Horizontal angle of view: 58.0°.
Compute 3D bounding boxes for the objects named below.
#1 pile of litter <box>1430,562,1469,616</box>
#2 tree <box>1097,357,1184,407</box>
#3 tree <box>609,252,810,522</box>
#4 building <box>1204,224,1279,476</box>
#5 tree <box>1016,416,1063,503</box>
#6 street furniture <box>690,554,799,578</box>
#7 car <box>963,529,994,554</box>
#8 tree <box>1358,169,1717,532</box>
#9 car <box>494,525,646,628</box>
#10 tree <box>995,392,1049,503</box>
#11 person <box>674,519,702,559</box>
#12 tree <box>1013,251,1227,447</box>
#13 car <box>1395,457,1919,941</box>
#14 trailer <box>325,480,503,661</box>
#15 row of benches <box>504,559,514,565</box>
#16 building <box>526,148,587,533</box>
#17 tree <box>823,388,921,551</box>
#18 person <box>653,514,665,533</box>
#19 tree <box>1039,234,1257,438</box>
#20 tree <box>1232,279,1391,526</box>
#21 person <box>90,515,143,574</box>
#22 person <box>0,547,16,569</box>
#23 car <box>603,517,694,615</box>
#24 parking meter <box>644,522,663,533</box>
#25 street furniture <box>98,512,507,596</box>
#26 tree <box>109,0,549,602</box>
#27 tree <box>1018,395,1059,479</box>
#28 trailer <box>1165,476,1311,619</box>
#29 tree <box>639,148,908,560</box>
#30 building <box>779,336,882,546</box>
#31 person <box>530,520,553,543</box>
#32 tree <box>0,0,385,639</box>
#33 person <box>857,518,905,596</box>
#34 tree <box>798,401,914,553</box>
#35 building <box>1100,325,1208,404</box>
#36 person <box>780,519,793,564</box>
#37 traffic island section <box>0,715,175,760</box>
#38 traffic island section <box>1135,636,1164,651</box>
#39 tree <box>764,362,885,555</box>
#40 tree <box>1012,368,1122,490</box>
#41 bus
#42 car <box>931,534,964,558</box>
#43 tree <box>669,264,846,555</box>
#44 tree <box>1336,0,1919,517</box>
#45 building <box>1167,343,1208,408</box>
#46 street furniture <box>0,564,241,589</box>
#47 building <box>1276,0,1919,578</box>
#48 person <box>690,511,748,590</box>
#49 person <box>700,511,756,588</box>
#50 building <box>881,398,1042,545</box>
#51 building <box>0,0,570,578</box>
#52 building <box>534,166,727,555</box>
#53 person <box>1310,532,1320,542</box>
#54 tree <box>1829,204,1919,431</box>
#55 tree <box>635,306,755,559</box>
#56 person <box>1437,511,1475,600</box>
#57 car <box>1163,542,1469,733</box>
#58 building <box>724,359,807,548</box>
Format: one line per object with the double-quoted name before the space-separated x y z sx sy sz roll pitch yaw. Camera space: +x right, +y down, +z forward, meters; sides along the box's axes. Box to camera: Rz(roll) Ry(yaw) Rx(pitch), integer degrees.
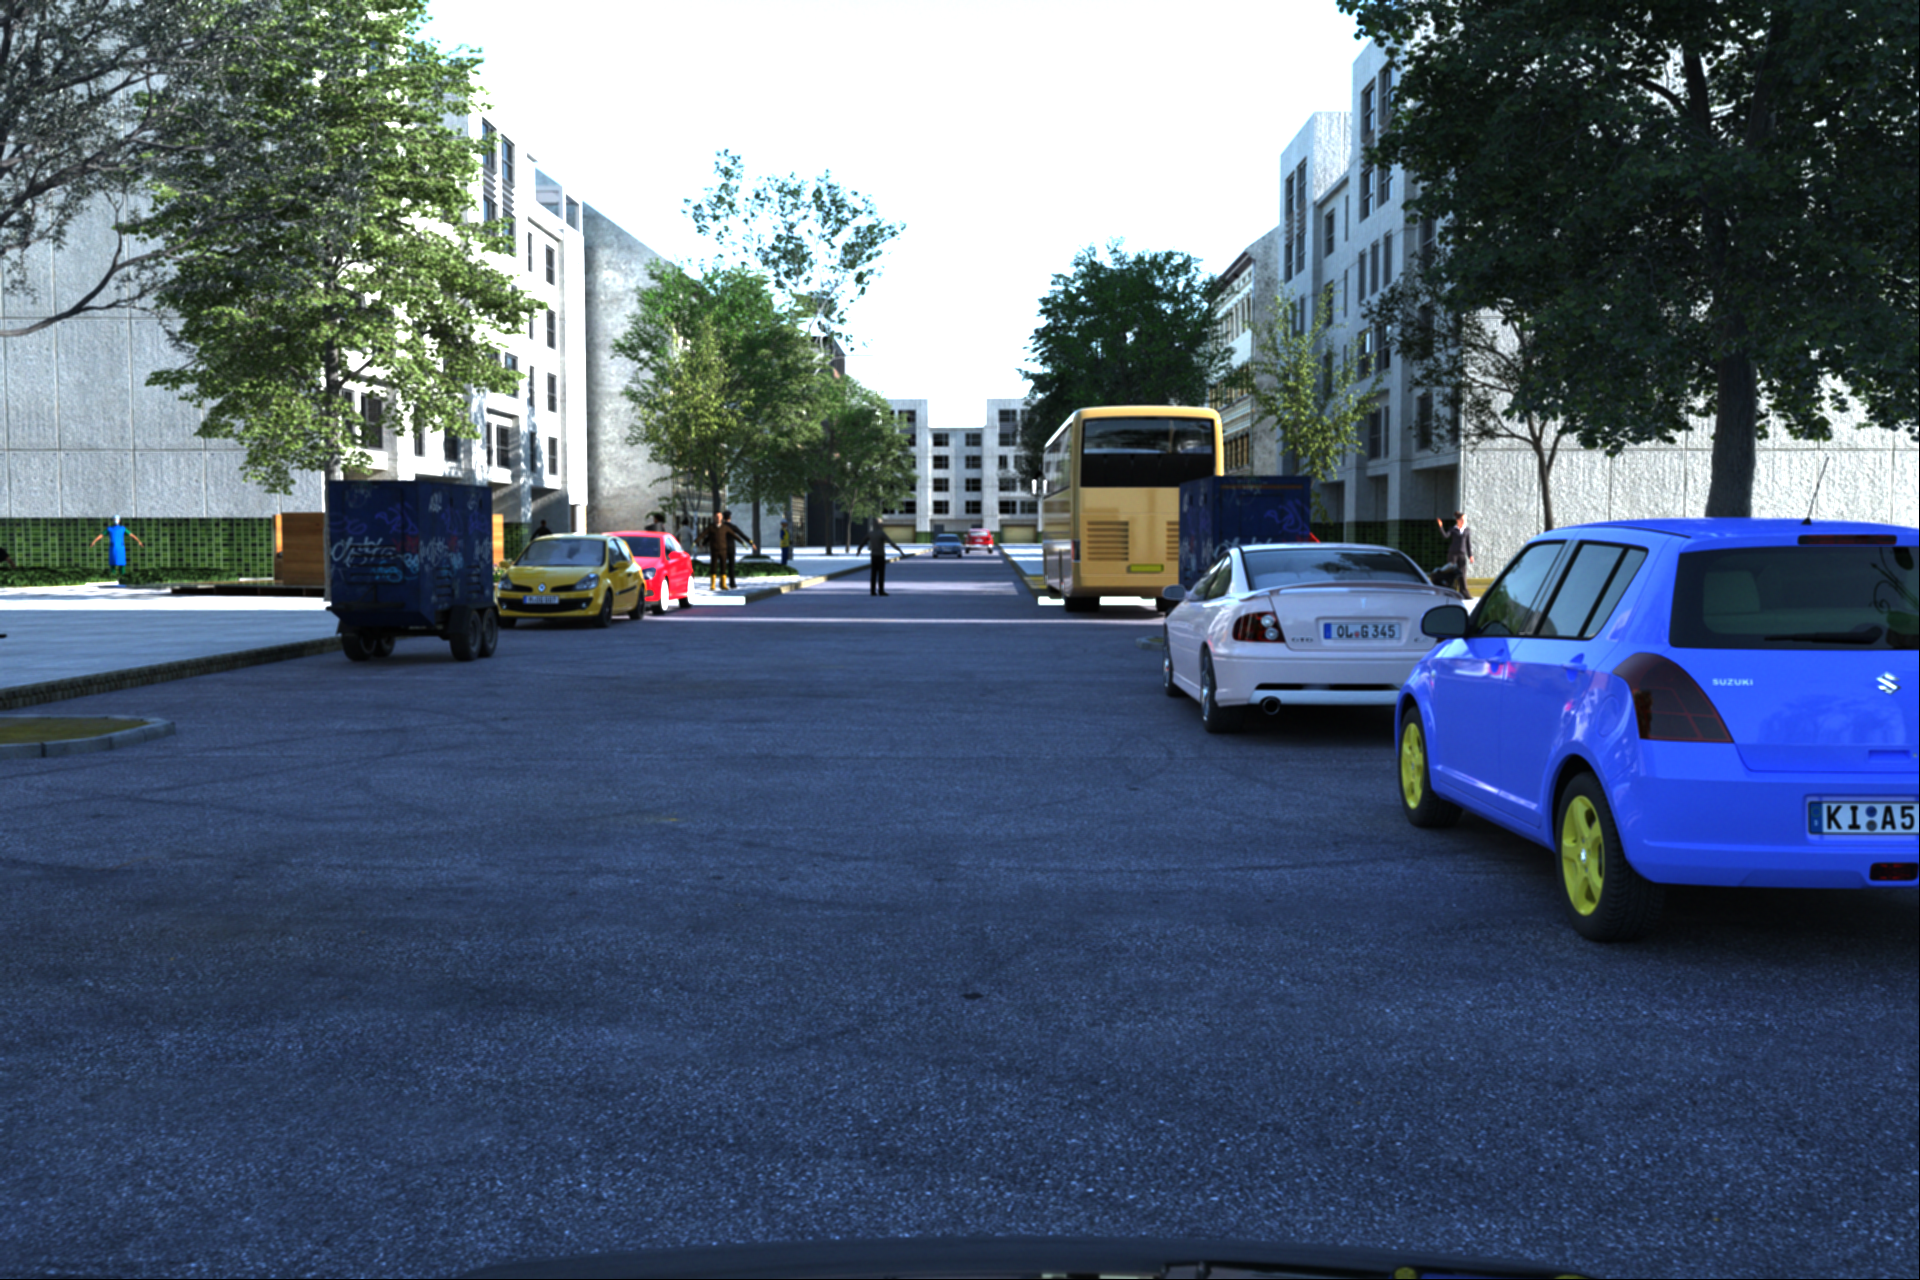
"pile of litter" 7.141 -0.752 26.257 1.176 0.858 1.719 0 4 1
"tree" 7.402 -7.218 68.383 4.360 8.622 3.978 0 3 0
"tree" -9.185 -8.486 64.494 9.928 11.665 9.643 0 3 0
"building" 24.888 -16.508 100.838 19.493 23.208 18.063 0 4 1
"tree" 7.134 -10.915 112.879 7.601 10.594 8.767 -1 4 -12
"street furniture" -9.907 -2.225 52.009 10.072 0.657 5.734 0 4 -8
"car" 1.388 -7.273 127.586 2.281 1.827 5.304 0 4 0
"tree" 13.825 -6.484 40.433 8.767 10.594 7.601 0 4 3
"car" -6.184 -1.066 27.645 2.015 1.641 3.980 0 4 1
"tree" 8.288 -13.556 132.016 12.009 13.543 11.850 0 3 0
"person" -9.586 -3.336 60.725 1.347 1.806 0.705 2 4 29
"tree" 7.319 -10.486 78.100 9.857 13.997 8.962 0 3 0
"car" 3.033 0.135 7.383 1.945 1.707 3.694 0 4 0
"trailer" -6.197 -0.739 19.130 1.471 1.999 3.904 0 4 1
"row of benches" -13.819 -1.837 45.505 4.104 0.672 1.422 -1 4 -15
"building" -26.314 -13.953 84.543 16.016 20.090 11.380 0 4 2
"tree" -6.877 -13.206 134.040 7.486 12.596 7.792 0 3 0
"person" -8.185 -2.491 46.879 0.704 1.843 1.345 -2 4 -27
"tree" 6.499 -8.191 59.678 9.928 11.665 9.643 0 3 0
"tree" 10.144 -6.134 50.645 4.737 8.622 4.395 0 3 0
"person" -23.947 -2.634 49.189 1.347 1.817 0.704 -2 4 -25
"person" -10.400 -0.678 17.872 0.721 1.737 1.214 3 4 38
"car" -6.123 -1.416 32.196 2.155 1.783 4.494 0 4 1
"parking meter" -6.325 -1.675 35.792 0.372 1.533 0.369 0 3 0
"street furniture" -11.860 -1.939 38.554 9.812 1.723 11.010 2 4 25
"tree" -11.660 -6.984 32.320 7.486 12.596 7.792 0 3 0
"tree" 7.169 -10.243 101.883 8.767 10.594 7.601 1 4 22
"trailer" 2.953 -0.724 18.889 1.471 1.999 3.904 0 4 0
"tree" -9.290 -14.063 85.814 12.611 20.169 13.585 0 3 0
"building" -23.523 -21.455 194.757 27.936 21.610 32.646 0 4 0
"person" -15.275 -3.511 63.629 1.346 1.802 0.704 1 4 21
"tree" -12.293 -6.746 20.660 12.009 13.543 11.850 0 3 0
"person" -1.892 -1.939 40.288 1.348 1.813 0.705 2 4 32
"tree" -7.614 -11.255 118.430 8.767 10.594 7.601 -2 4 -26
"building" 28.562 -20.763 183.456 27.936 21.610 32.646 0 4 1
"person" -5.634 -3.054 56.389 0.721 1.772 1.216 0 4 6
"traffic island section" -6.609 0.670 11.911 1.991 0.108 1.994 0 4 1
"traffic island section" 3.256 0.053 22.001 1.991 0.108 1.994 0 3 0
"tree" -8.001 -10.910 104.135 9.928 11.665 9.643 0 3 0
"tree" 6.934 -9.428 88.557 8.767 10.594 7.601 0 4 -1
"bus" 3.112 -2.641 34.732 2.896 3.916 12.252 0 3 0
"car" -0.753 -5.710 105.368 2.014 1.417 4.499 0 4 1
"tree" -8.753 -9.527 73.892 7.486 12.596 7.792 0 3 0
"tree" 9.053 -6.935 20.041 9.857 13.997 8.962 0 3 0
"building" 28.884 -19.955 157.190 19.493 23.208 18.063 0 4 1
"street furniture" -23.725 -1.724 43.816 10.072 0.657 5.734 1 4 22
"building" 23.069 -12.169 65.414 16.747 18.905 31.486 0 4 1
"person" -5.530 -2.050 39.657 1.346 1.812 0.704 -1 4 -18
"person" -5.522 -2.153 41.130 1.347 1.837 0.705 0 4 1
"building" 3.731 -22.167 231.343 31.486 18.905 16.747 0 4 3
"building" -26.838 -12.183 65.647 16.747 18.905 31.486 0 4 0
"building" -25.399 -16.964 108.296 19.493 23.208 18.063 0 4 2
"person" 5.863 -1.499 30.609 1.345 1.816 0.704 3 4 38
"tree" 24.948 -7.164 42.892 9.928 11.665 9.643 0 3 0
"tree" -8.707 -6.497 56.582 4.737 8.622 4.395 0 3 0
"person" 9.604 -1.636 33.592 0.742 1.727 0.445 -3 4 -36
"car" 2.713 -0.090 13.834 2.083 1.381 4.827 0 4 1
"building" -24.896 -20.416 164.726 19.493 23.208 18.063 0 4 1
